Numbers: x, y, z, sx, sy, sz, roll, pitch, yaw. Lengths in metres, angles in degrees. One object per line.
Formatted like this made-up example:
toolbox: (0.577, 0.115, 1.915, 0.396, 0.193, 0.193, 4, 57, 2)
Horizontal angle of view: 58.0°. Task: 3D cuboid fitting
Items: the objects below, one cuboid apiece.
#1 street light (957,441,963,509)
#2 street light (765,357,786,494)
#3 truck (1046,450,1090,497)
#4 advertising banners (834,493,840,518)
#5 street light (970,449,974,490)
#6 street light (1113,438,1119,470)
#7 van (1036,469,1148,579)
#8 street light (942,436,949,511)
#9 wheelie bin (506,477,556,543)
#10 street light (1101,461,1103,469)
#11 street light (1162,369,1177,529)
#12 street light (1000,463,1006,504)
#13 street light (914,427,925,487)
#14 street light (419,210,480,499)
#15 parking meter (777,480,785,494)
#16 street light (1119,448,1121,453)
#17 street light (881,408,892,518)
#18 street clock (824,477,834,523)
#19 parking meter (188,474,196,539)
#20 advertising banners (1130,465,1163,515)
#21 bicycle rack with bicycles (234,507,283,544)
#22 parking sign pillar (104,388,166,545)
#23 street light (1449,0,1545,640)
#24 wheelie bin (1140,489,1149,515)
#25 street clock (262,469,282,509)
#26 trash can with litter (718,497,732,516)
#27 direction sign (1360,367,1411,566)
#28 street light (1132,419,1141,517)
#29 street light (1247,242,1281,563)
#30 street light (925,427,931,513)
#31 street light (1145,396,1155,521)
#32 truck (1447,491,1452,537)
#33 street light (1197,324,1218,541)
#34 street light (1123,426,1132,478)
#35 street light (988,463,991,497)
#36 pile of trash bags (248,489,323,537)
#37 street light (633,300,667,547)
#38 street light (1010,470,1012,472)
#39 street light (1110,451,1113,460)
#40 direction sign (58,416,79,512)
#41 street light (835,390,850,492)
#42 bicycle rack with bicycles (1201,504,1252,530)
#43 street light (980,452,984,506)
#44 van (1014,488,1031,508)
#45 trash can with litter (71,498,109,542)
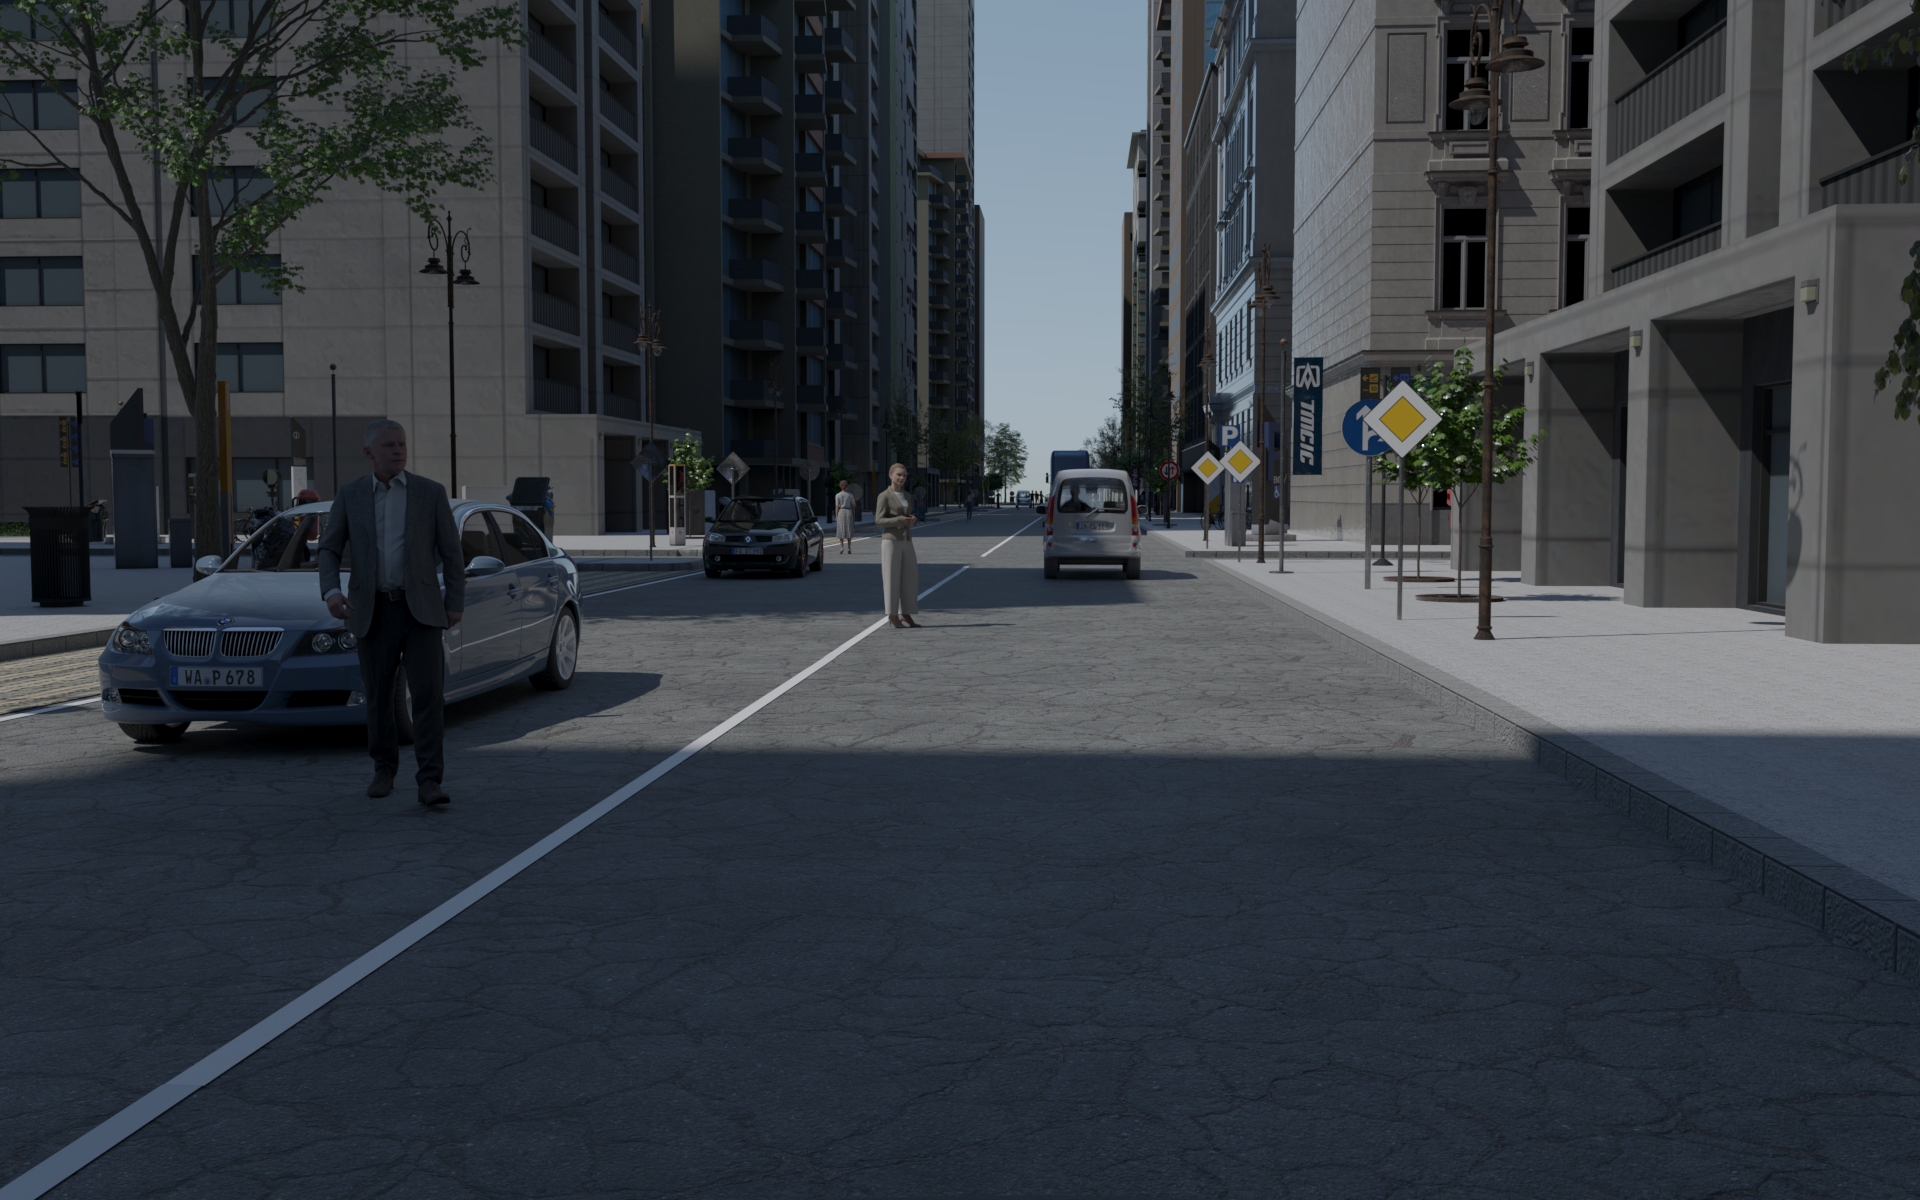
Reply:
street light: (0.034, -10.939, 151.640, 0.468, 5.910, 1.993, 0, 4, 4)
street light: (-6.244, -5.255, 58.700, 0.468, 5.910, 1.993, 0, 4, 4)
truck: (6.514, -6.781, 100.630, 2.967, 4.110, 18.799, 0, 4, 2)
advertising banners: (-6.518, -6.017, 94.572, 0.090, 3.025, 2.074, 1, 4, 13)
street light: (1.237, -11.970, 168.502, 0.468, 5.910, 1.993, 0, 4, 4)
street light: (12.905, -10.281, 140.883, 0.468, 5.910, 1.993, 0, 4, 4)
van: (2.332, -1.446, 30.655, 2.013, 2.044, 4.112, 0, 4, 4)
street light: (-1.110, -9.914, 134.876, 0.468, 5.910, 1.993, 0, 4, 4)
wheelie bin: (-7.863, -1.463, 31.824, 0.980, 1.594, 0.693, 0, 4, 7)
street light: (20.919, -17.423, 257.658, 0.468, 5.910, 1.993, 0, 4, 4)
street light: (7.757, -5.595, 64.259, 0.468, 5.910, 1.993, 0, 4, 4)
street light: (5.566, -16.006, 234.479, 0.468, 5.910, 1.993, 0, 4, 4)
street light: (-2.729, -8.409, 110.273, 0.468, 5.910, 1.993, 0, 4, 4)
street light: (-8.323, -3.401, 28.395, 0.468, 5.910, 1.993, 0, 4, 4)
parking meter: (-7.243, -3.917, 69.755, 0.399, 1.863, 0.255, 0, 4, -4)
street light: (11.894, -9.262, 124.224, 0.468, 5.910, 1.993, 0, 4, 4)
street light: (-3.938, -7.358, 93.097, 0.468, 5.910, 1.993, 0, 4, 4)
street clock: (-5.692, -4.340, 75.536, 0.358, 2.002, 0.471, 2, 4, 27)
parking meter: (-21.773, -2.663, 49.252, 0.255, 1.863, 0.399, -1, 4, -21)
advertising banners: (11.389, -6.673, 105.293, 2.074, 3.025, 0.090, 1, 4, 10)
bicycle rack with bicycles: (-18.426, -1.987, 45.866, 2.925, 0.926, 2.852, -1, 4, -20)
parking sign pillar: (-21.257, -3.427, 44.510, 1.447, 3.967, 1.447, 2, 4, 33)
street light: (4.625, -2.588, 15.100, 0.468, 5.910, 1.993, 0, 4, 4)
wheelie bin: (11.107, -5.907, 104.485, 0.693, 1.594, 0.980, 0, 4, 3)
street clock: (-19.810, -2.773, 49.906, 0.471, 2.002, 0.358, 0, 4, 8)
trash can with litter: (-8.859, -3.377, 66.598, 0.624, 1.170, 1.055, -3, 4, -37)
direction sign: (7.586, -2.385, 30.986, 0.876, 3.537, 0.379, 0, 4, 4)
street light: (10.156, -7.666, 98.124, 0.468, 5.910, 1.993, 0, 4, 4)
street light: (5.597, -3.623, 32.018, 0.468, 5.910, 1.993, 0, 4, 4)
street light: (-2.279, -8.891, 118.161, 0.468, 5.910, 1.993, 0, 4, 4)
street light: (8.945, -6.643, 81.406, 0.468, 5.910, 1.993, 0, 4, 4)
truck: (15.587, -2.925, 36.744, 11.283, 4.237, 2.839, 0, 4, 3)
street light: (6.730, -4.555, 47.265, 0.468, 5.910, 1.993, 0, 4, 4)
street light: (11.282, -8.696, 114.969, 0.468, 5.910, 1.993, 0, 4, 4)
street light: (3.320, -13.959, 201.015, 0.468, 5.910, 1.993, 0, 4, 4)
pile of trash bags: (-11.423, -1.258, 30.326, 1.912, 1.369, 3.447, -1, 4, -21)
street light: (-7.393, -4.202, 41.485, 0.468, 5.910, 1.993, 0, 4, 4)
street light: (7.869, -18.042, 267.779, 0.468, 5.910, 1.993, 0, 4, 4)
street light: (14.077, -11.330, 158.029, 0.468, 5.910, 1.993, 0, 4, 4)
direction sign: (-26.057, -3.589, 50.685, 0.379, 3.537, 0.876, 0, 4, 6)
street light: (-5.123, -6.273, 75.352, 0.468, 5.910, 1.993, 0, 4, 4)
bicycle rack with bicycles: (9.855, -2.945, 61.534, 2.925, 0.926, 2.852, -1, 4, -22)
street light: (2.350, -12.989, 185.155, 0.468, 5.910, 1.993, 0, 4, 4)
van: (6.541, -10.488, 178.489, 2.013, 2.044, 4.112, 0, 4, 2)
trash can with litter: (-23.162, -2.116, 45.980, 1.055, 1.170, 0.624, 1, 4, 15)
